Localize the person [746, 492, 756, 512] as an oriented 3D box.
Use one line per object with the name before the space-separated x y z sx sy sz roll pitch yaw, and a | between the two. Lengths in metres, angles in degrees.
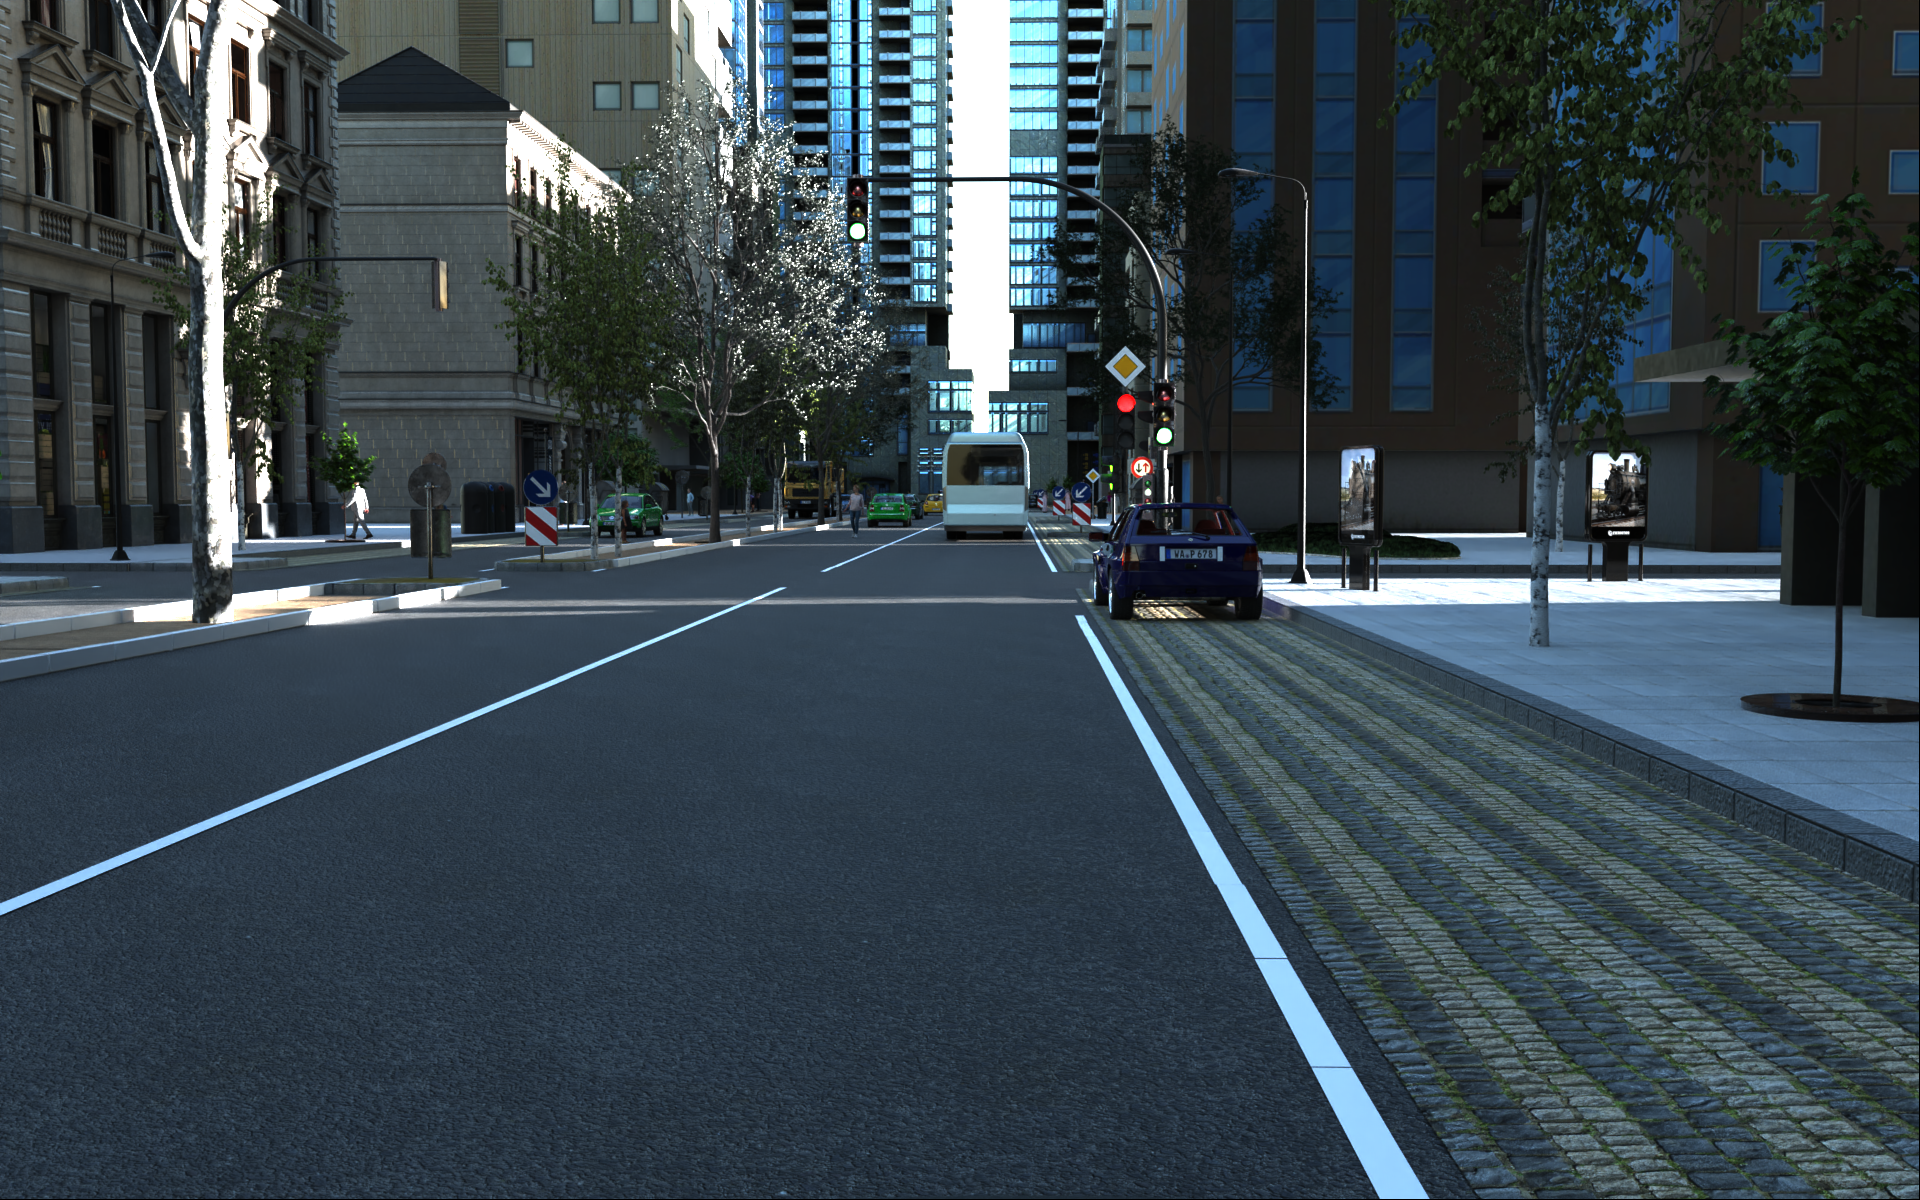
person | -14.804 -6.936 122.674 0.697 1.427 0.421 -1 4 -15

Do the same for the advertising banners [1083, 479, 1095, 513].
advertising banners | 7.033 -6.048 95.077 0.090 3.025 2.074 2 4 24

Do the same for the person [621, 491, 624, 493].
person | -17.157 -4.926 86.685 0.694 1.812 0.767 0 4 8

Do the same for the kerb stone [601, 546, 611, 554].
kerb stone | -8.613 -1.186 41.581 0.120 0.150 1.000 0 4 2

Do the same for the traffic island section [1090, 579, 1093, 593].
traffic island section | 2.912 -0.168 25.025 2.009 0.180 2.903 0 4 2

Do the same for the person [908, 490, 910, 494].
person | -5.431 -10.734 184.015 0.705 1.823 1.348 1 4 14

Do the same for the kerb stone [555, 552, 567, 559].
kerb stone | -8.740 -0.927 37.481 0.120 0.150 1.000 0 4 2

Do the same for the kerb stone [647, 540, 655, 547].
kerb stone | -8.466 -1.497 46.700 0.120 0.150 1.000 0 4 2

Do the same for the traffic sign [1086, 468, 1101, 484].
traffic sign | 6.762 -5.387 87.813 0.795 2.593 0.064 1 4 11

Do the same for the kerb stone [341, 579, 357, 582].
kerb stone | -9.087 -0.216 25.722 0.120 0.150 1.000 0 4 2

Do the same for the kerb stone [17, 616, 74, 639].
kerb stone | -9.328 0.286 17.526 0.120 0.150 1.000 0 4 2

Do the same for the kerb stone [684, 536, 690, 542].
kerb stone | -8.310 -1.809 51.852 0.120 0.150 1.000 0 4 2

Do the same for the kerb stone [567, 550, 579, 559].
kerb stone | -8.707 -0.997 38.502 0.120 0.150 1.000 0 4 2

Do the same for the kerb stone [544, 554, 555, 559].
kerb stone | -8.769 -0.872 36.456 0.120 0.150 1.000 0 4 2

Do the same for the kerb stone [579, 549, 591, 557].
kerb stone | -8.674 -1.060 39.533 0.120 0.150 1.000 0 4 2

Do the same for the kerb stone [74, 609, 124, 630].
kerb stone | -9.303 0.225 18.549 0.120 0.150 1.000 0 4 2

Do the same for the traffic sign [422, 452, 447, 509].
traffic sign | -16.082 -3.235 52.991 0.768 2.556 0.104 0 4 4

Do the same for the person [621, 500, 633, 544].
person | -9.675 -2.267 50.235 0.373 1.253 0.362 1 4 17

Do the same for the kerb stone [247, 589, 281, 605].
kerb stone | -9.178 -0.027 22.642 0.120 0.150 1.000 0 4 2

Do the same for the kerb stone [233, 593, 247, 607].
kerb stone | -9.210 0.035 21.616 0.120 0.150 1.000 0 4 2

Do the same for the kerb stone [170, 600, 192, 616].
kerb stone | -9.236 0.098 20.592 0.120 0.150 1.000 0 4 2

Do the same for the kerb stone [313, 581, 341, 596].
kerb stone | -9.123 -0.153 24.696 0.120 0.150 1.000 0 4 2

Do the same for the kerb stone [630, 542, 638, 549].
kerb stone | -8.524 -1.374 44.656 0.120 0.150 1.000 0 4 2

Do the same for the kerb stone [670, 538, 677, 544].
kerb stone | -8.366 -1.687 49.785 0.120 0.150 1.000 0 4 2

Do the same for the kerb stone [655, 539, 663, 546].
kerb stone | -8.424 -1.560 47.723 0.120 0.150 1.000 0 4 2

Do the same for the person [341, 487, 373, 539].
person | -17.197 -2.641 49.505 0.850 1.792 0.678 0 4 2

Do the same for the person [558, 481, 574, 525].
person | -15.996 -3.926 70.331 0.778 1.811 0.616 1 4 10

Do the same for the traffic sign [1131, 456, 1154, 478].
traffic sign | 6.171 -3.584 58.709 0.768 2.556 0.104 0 4 4

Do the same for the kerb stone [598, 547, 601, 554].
kerb stone | -8.641 -1.121 40.555 0.120 0.150 1.000 0 4 2

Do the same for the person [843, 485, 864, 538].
person | -3.476 -2.921 56.931 0.731 1.740 0.598 0 4 8

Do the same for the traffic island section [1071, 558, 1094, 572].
traffic island section | 3.150 -0.656 33.007 2.009 0.180 2.903 0 4 2

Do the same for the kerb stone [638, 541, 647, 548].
kerb stone | -8.488 -1.436 45.678 0.120 0.150 1.000 0 4 2

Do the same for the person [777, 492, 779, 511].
person | -13.935 -7.664 131.899 0.434 1.755 0.990 1 4 17

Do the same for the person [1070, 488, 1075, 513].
person | 7.778 -6.812 118.147 0.721 1.735 1.217 -2 4 -25

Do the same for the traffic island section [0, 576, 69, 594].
traffic island section | -14.622 -0.200 25.553 2.009 0.180 2.903 0 4 2

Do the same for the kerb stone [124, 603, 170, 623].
kerb stone | -9.265 0.162 19.571 0.120 0.150 1.000 0 4 2

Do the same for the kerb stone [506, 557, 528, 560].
kerb stone | -8.830 -0.747 34.408 0.120 0.150 1.000 0 4 2

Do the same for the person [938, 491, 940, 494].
person | -1.874 -8.692 151.341 1.217 1.735 0.721 -2 4 -29

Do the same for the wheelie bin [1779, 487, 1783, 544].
wheelie bin | 15.503 -1.469 31.931 0.693 1.594 0.980 1 4 8

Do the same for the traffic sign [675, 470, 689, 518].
traffic sign | -14.750 -5.613 91.876 0.768 2.556 0.104 0 4 4

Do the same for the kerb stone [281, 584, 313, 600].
kerb stone | -9.145 -0.087 23.666 0.120 0.150 1.000 0 4 2

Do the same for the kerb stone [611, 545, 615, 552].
kerb stone | -8.588 -1.247 42.607 0.120 0.150 1.000 0 4 2

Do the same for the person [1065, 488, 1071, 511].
person | 8.234 -7.714 132.835 0.621 1.740 0.551 2 4 23

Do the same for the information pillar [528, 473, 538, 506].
information pillar | -15.048 -3.462 61.099 0.304 2.012 0.304 0 4 -7

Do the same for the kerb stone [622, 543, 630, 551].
kerb stone | -8.549 -1.311 43.630 0.120 0.150 1.000 0 4 2

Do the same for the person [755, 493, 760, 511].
person | -15.610 -7.737 133.254 0.721 1.736 1.217 -1 4 -19

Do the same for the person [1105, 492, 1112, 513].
person | 9.858 -6.459 114.874 0.991 1.433 0.599 -2 4 -26

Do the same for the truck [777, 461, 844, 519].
truck | -8.670 -6.546 102.956 3.469 3.379 9.791 0 4 2

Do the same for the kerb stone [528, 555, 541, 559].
kerb stone | -8.800 -0.809 35.430 0.120 0.150 1.000 0 4 2

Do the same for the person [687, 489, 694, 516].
person | -15.821 -5.721 101.388 0.330 1.601 0.589 -3 4 -37

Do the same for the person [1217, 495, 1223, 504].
person | 6.579 -2.015 43.663 0.362 1.253 0.373 3 5 41

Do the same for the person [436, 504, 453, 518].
person | -18.072 -2.986 60.357 1.012 1.151 0.738 1 4 12

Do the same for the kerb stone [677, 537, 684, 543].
kerb stone | -8.337 -1.746 50.821 0.120 0.150 1.000 0 4 2

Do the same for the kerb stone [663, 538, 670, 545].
kerb stone | -8.390 -1.625 48.757 0.120 0.150 1.000 0 4 2

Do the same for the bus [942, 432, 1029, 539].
bus | 0.805 -3.862 58.001 2.948 3.499 13.247 0 4 0

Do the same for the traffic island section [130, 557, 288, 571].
traffic island section | -14.383 -0.688 33.534 2.009 0.180 2.903 0 4 2

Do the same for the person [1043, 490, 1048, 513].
person | 6.491 -7.475 131.391 0.621 1.740 0.551 -3 5 -44
